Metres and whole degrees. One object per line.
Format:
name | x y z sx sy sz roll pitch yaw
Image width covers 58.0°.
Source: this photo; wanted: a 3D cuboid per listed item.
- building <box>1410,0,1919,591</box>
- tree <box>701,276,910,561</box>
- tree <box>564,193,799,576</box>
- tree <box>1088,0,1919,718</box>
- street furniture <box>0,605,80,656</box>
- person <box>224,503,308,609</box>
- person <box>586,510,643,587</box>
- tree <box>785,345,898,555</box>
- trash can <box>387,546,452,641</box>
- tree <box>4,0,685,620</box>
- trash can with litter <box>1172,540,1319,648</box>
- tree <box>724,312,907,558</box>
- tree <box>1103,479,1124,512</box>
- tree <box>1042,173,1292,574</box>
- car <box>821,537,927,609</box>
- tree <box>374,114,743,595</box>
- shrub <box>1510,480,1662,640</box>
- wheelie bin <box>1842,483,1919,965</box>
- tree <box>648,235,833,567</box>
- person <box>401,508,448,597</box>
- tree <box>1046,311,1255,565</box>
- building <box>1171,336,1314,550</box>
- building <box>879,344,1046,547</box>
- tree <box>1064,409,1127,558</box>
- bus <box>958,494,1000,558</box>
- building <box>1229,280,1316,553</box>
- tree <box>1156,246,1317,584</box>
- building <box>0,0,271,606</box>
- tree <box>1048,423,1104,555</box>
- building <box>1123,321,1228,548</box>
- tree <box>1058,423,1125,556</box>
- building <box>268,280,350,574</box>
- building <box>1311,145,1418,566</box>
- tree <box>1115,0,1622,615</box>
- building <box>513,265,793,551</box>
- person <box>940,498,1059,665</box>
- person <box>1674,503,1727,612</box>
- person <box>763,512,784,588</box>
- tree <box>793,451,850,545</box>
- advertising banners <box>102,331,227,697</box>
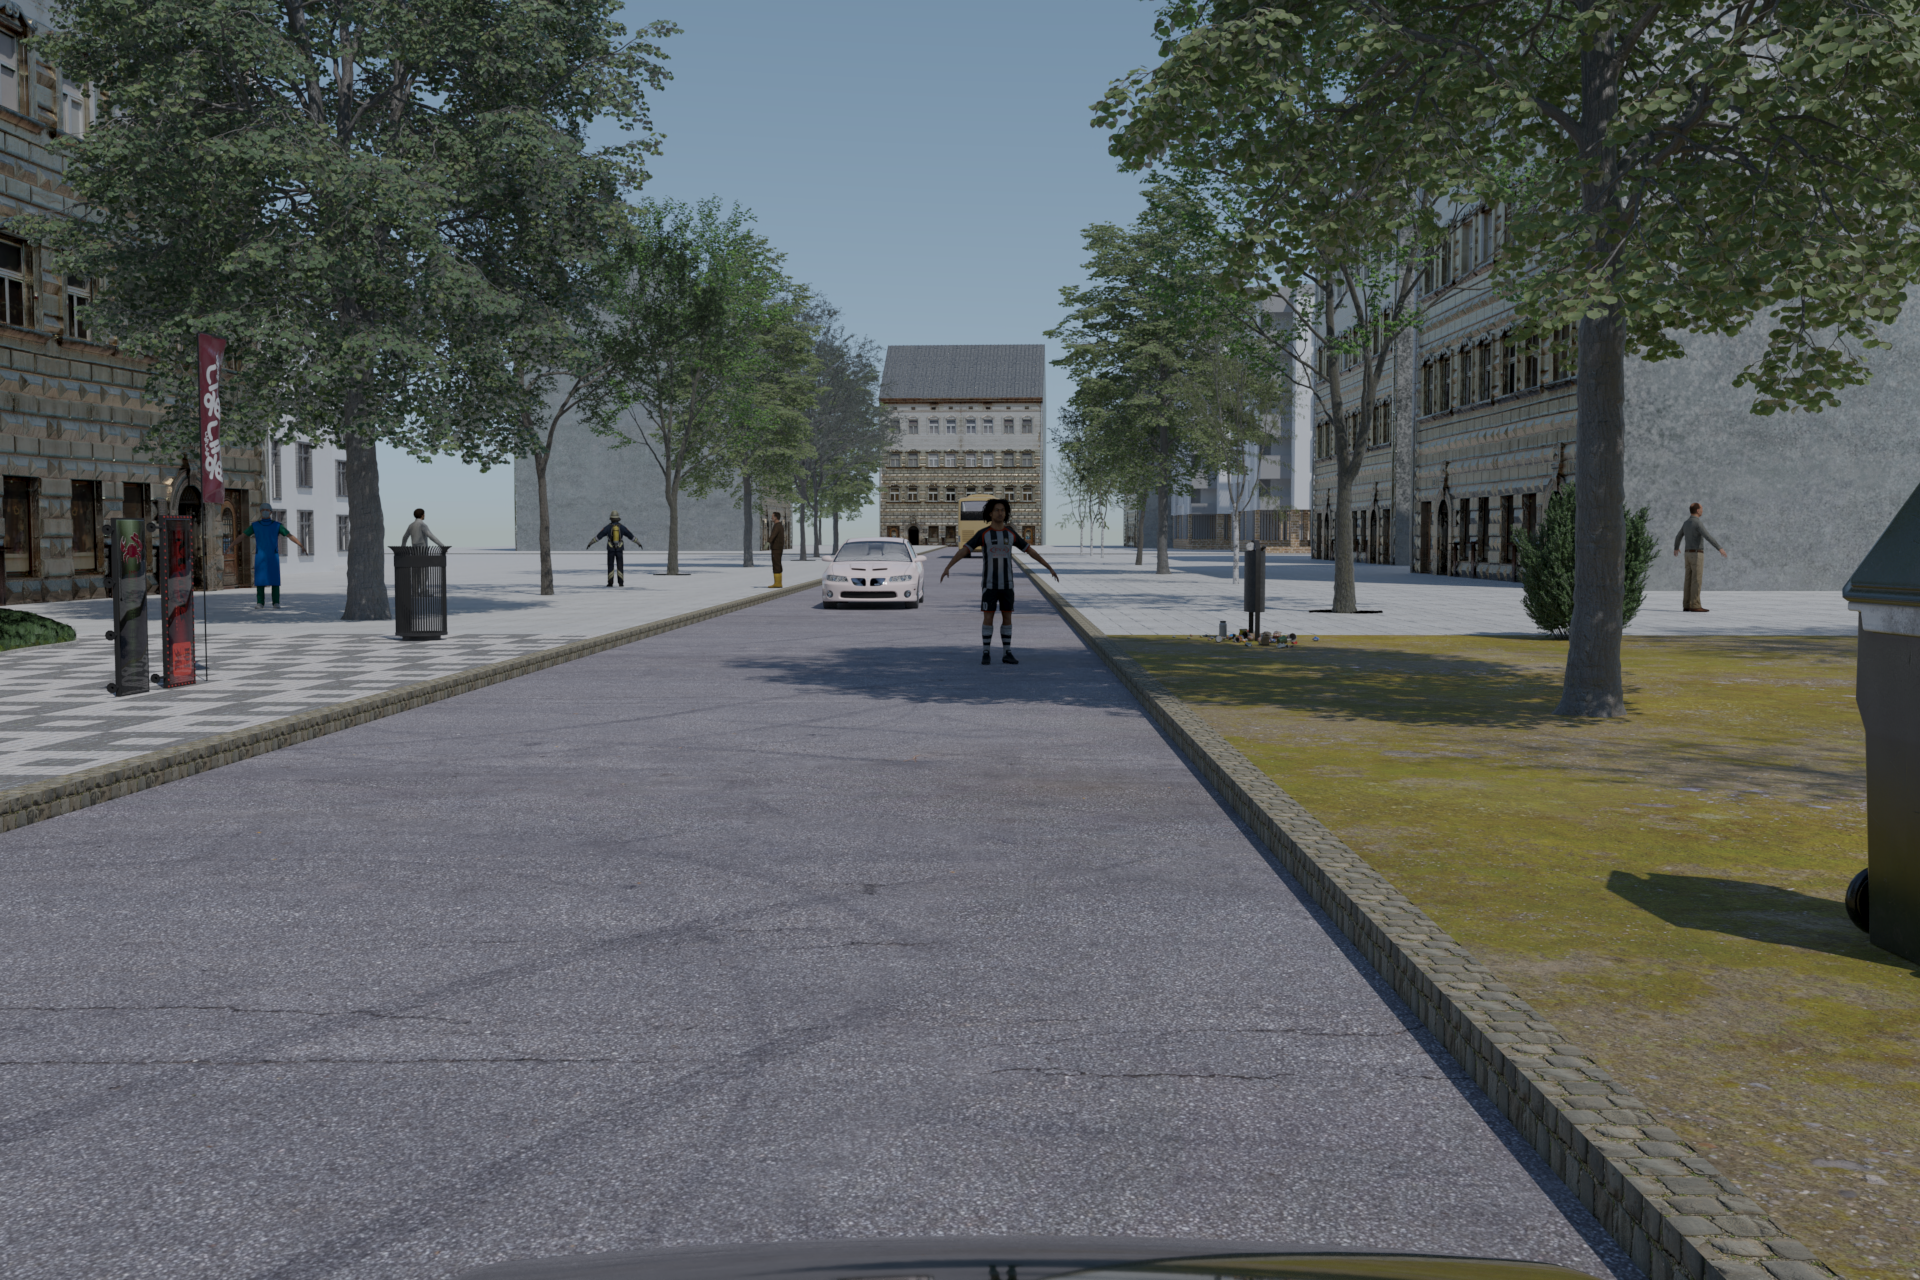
building | 23.951 -13.223 47.132 19.493 23.208 18.063 0 4 1
tree | -7.538 -10.518 82.335 12.009 13.543 11.850 0 3 0
tree | -8.849 -7.799 53.262 9.928 11.665 9.643 0 3 0
tree | 4.466 -5.766 12.402 7.486 12.596 7.792 0 3 0
street furniture | -11.434 -0.028 16.079 5.734 0.657 10.072 -1 4 -18
person | -11.934 -1.449 29.822 1.347 1.817 0.704 -1 4 -16
person | -8.383 -2.221 42.090 1.354 1.856 0.705 -1 4 -17
tree | -7.595 -11.378 104.153 7.486 12.596 7.792 0 3 0
trash can | -6.523 -0.569 20.950 0.748 1.137 0.748 0 3 0
tree | -8.927 -7.271 25.540 9.857 13.997 8.962 0 3 0
trash can with litter | 3.449 -0.581 20.550 1.678 1.210 2.233 0 4 1
tree | -7.952 -11.231 93.998 12.009 13.543 11.850 0 3 0
tree | 20.477 -17.701 199.778 12.009 13.543 11.850 0 3 0
tree | 6.476 -8.338 54.451 7.486 12.596 7.792 0 3 0
car | -1.693 -1.372 34.786 2.083 1.381 4.827 0 4 1
tree | -8.633 -6.236 36.370 8.767 10.594 7.601 0 4 1
shrub | 7.602 -1.041 21.063 1.661 2.075 1.752 0 3 0
wheelie bin | 3.118 0.166 5.199 0.693 1.594 0.980 0 3 0
tree | -8.388 -9.046 66.033 7.486 12.596 7.792 0 3 0
person | -10.989 -1.783 35.333 1.347 1.806 0.705 2 4 33
tree | 7.492 -8.336 70.710 8.767 10.594 7.601 -2 4 -26
building | 24.160 -18.240 154.636 16.016 20.090 11.380 0 4 1
building | 0.723 -22.410 199.790 18.063 23.208 19.493 0 4 4
tree | 7.565 -8.649 91.767 4.360 8.622 3.978 0 3 0
bus | 1.276 -7.034 106.549 2.896 3.916 12.252 0 4 1
building | 25.457 -16.701 129.484 16.016 20.090 11.380 0 4 1
tree | 7.120 -5.745 44.288 4.360 8.622 3.978 0 3 0
building | -26.165 -12.317 32.304 19.493 23.208 18.063 0 4 2
tree | 7.350 -9.424 104.443 4.360 8.622 3.978 0 3 0
building | 25.928 -20.653 168.598 19.493 23.208 18.063 0 4 1
tree | 7.800 -9.112 99.344 4.737 8.622 4.395 0 3 0
building | -25.957 -7.173 59.430 9.099 9.664 28.070 0 3 0
building | 26.979 -15.134 78.362 19.493 23.208 18.063 0 4 1
tree | 6.387 -6.248 27.910 9.928 11.665 9.643 0 3 0
building | -23.813 -18.781 137.997 19.493 23.208 18.063 0 4 2
person | 0.421 -0.641 19.083 1.345 1.843 0.704 -1 4 -13
person | 12.113 -1.360 28.512 0.705 1.796 1.348 -1 4 -11
person | -4.371 -2.134 41.031 0.704 1.812 1.346 1 4 9
tree | -15.572 -17.087 197.495 7.486 12.596 7.792 0 3 0
advertising banners | -6.578 -1.118 14.475 0.090 3.025 2.074 0 4 3
